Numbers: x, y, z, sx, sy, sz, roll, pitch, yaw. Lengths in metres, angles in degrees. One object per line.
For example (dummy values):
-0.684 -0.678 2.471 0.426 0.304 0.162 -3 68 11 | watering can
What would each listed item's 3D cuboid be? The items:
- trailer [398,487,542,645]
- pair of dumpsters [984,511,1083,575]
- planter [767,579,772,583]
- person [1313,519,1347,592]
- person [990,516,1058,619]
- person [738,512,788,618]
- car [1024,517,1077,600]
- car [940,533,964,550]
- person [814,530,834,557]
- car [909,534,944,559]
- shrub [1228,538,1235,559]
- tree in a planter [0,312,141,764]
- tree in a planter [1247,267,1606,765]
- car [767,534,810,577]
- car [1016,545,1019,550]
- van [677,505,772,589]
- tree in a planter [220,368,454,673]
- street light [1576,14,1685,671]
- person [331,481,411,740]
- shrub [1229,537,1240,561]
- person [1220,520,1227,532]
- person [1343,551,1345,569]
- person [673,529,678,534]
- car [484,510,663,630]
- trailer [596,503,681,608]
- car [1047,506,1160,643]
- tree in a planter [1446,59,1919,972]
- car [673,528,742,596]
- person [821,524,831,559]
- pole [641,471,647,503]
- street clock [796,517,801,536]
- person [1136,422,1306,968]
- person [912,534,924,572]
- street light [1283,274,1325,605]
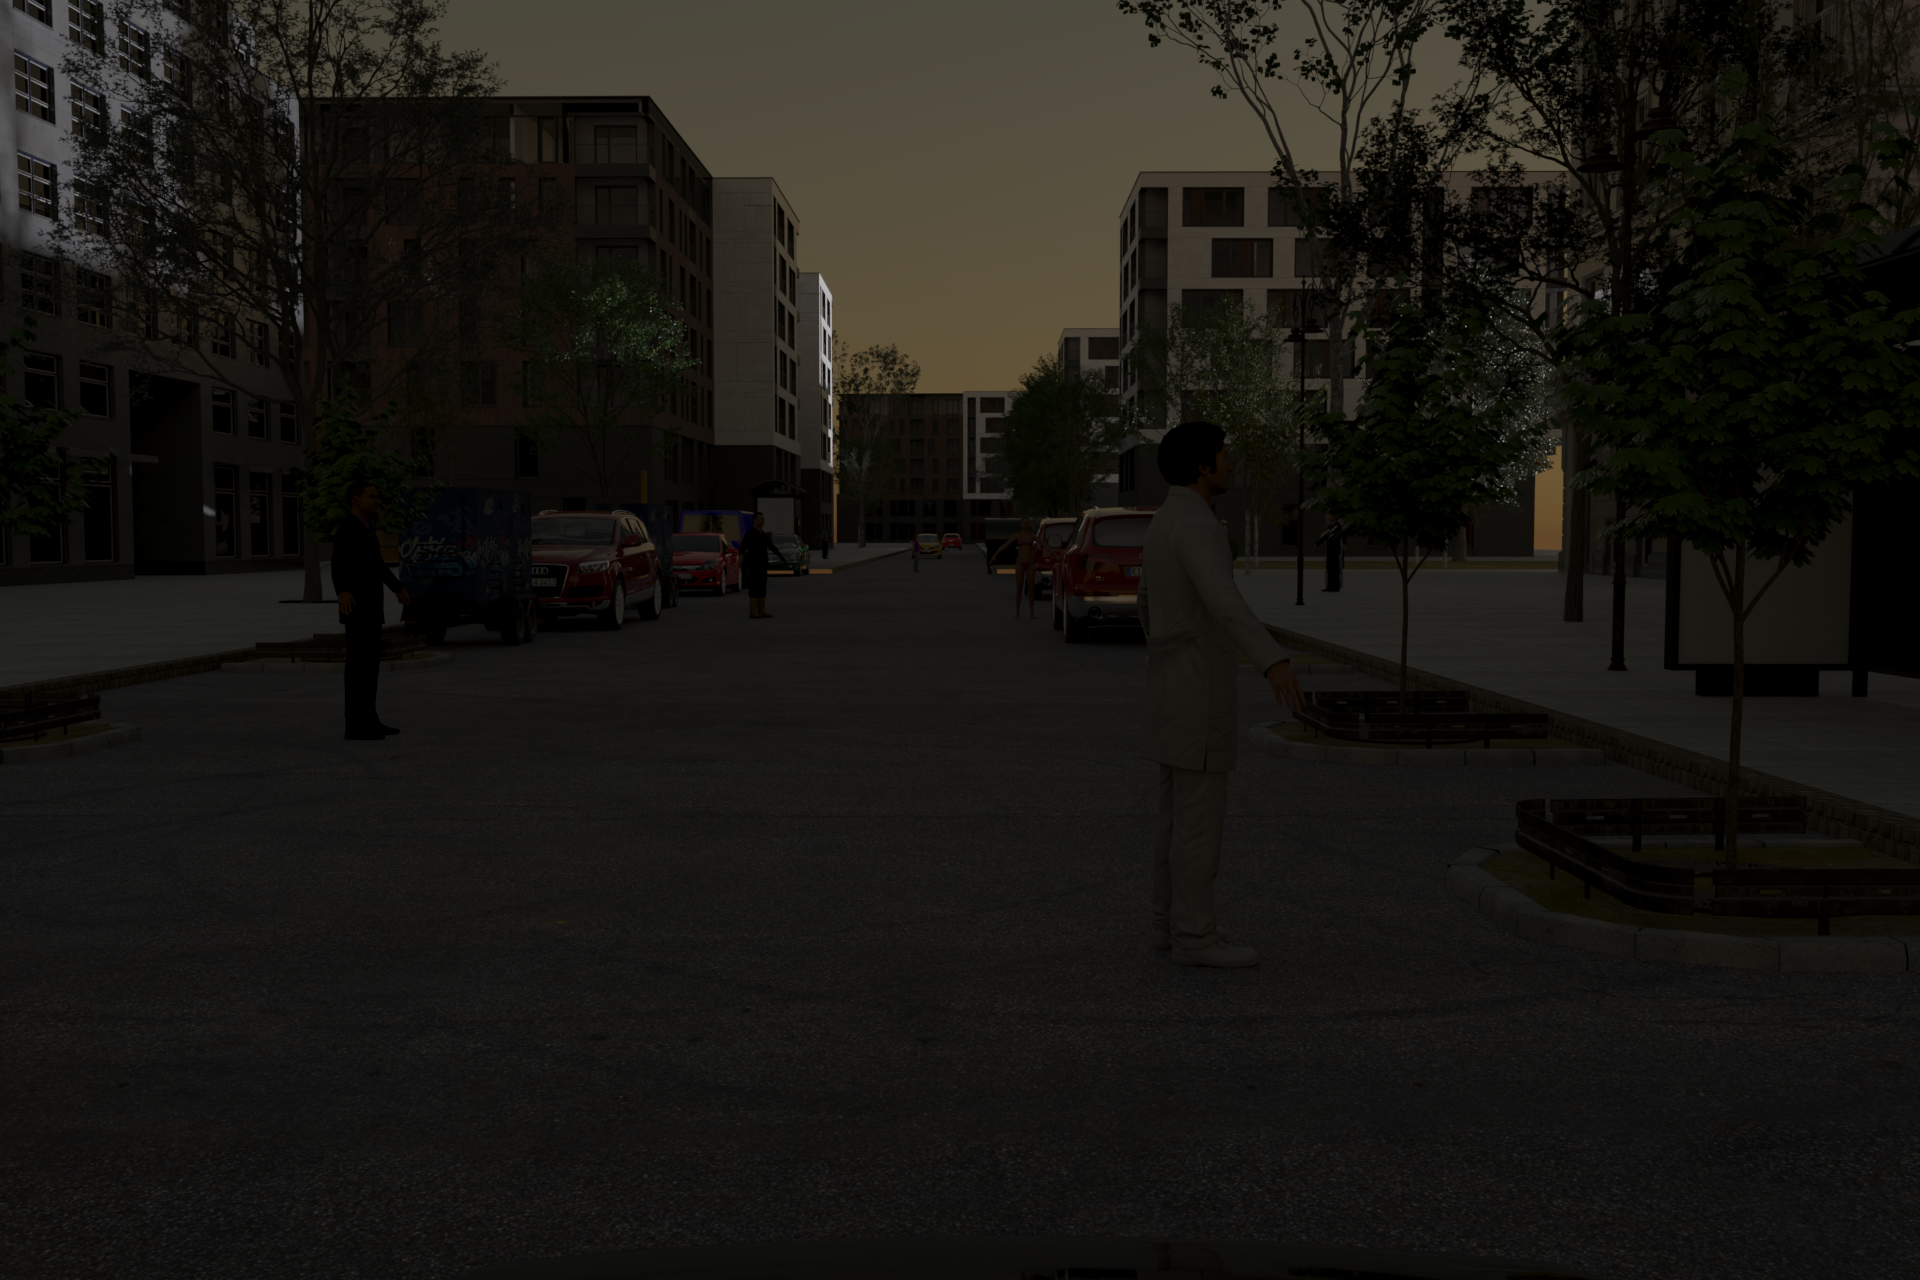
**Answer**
-6.360 -0.905 21.844 1.471 1.999 3.904 0 4 0 | trailer
3.070 -3.465 61.597 4.436 2.255 1.574 0 4 1 | pair of dumpsters
-6.562 -1.819 50.888 1.991 0.319 1.994 0 4 0 | planter
8.255 -1.981 38.437 0.704 1.823 1.345 -1 4 -18 | person
1.109 -1.225 29.291 1.217 1.733 0.721 0 4 -2 | person
-3.420 -1.283 29.567 0.704 1.812 1.346 2 4 29 | person
2.494 -1.858 39.049 2.281 1.827 5.304 0 4 1 | car
-0.723 -8.814 153.148 2.155 1.783 4.494 0 4 1 | car
-7.748 -5.684 99.067 1.347 1.817 0.704 2 4 29 | person
-1.936 -5.569 101.277 2.015 1.641 3.980 0 4 0 | car
10.640 -3.610 70.139 1.383 1.207 1.383 0 3 0 | shrub
-6.702 -0.873 11.490 1.991 3.239 1.994 0 4 0 | tree in a planter
3.004 -0.881 11.634 1.991 3.239 1.994 0 4 -1 | tree in a planter
-6.255 -2.944 59.926 2.131 1.459 4.920 0 4 0 | car
2.914 -2.711 56.129 2.131 1.459 4.920 0 4 -1 | car
-6.407 -2.616 47.164 2.240 2.365 5.245 0 4 1 | van
-6.661 -1.321 18.819 1.991 3.239 1.994 0 4 1 | tree in a planter
6.185 -2.650 16.115 0.468 5.910 1.993 0 4 1 | street light
-4.174 -0.214 12.183 0.704 1.802 1.346 0 4 -1 | person
12.264 -4.149 78.961 1.383 1.207 1.383 0 3 0 | shrub
10.253 -3.778 67.630 0.705 1.847 1.347 1 4 17 | person
12.995 -3.235 59.678 0.721 1.737 1.214 2 4 29 | person
-9.246 -3.190 58.334 1.348 1.807 0.705 0 4 -3 | person
-6.058 -1.149 27.467 2.281 1.827 5.304 0 4 0 | car
-6.280 -1.585 32.969 1.471 1.999 3.904 0 4 0 | trailer
2.384 -0.953 24.262 2.281 1.827 5.304 0 4 0 | car
2.973 -0.572 6.571 1.991 3.239 1.994 0 4 -1 | tree in a planter
-6.309 -1.969 41.226 2.155 1.783 4.494 0 4 1 | car
-6.879 -5.045 88.611 0.705 1.813 1.348 1 4 11 | person
-10.148 -3.782 55.676 0.158 3.312 0.155 0 3 0 | pole
-6.890 -4.191 73.093 0.358 2.002 0.471 0 4 1 | street clock
0.814 0.170 5.858 0.705 1.806 1.347 -1 4 -10 | person
-1.590 -3.290 65.511 0.599 1.433 0.991 2 4 24 | person
6.132 -3.564 31.062 0.468 5.910 1.993 0 3 0 | street light
